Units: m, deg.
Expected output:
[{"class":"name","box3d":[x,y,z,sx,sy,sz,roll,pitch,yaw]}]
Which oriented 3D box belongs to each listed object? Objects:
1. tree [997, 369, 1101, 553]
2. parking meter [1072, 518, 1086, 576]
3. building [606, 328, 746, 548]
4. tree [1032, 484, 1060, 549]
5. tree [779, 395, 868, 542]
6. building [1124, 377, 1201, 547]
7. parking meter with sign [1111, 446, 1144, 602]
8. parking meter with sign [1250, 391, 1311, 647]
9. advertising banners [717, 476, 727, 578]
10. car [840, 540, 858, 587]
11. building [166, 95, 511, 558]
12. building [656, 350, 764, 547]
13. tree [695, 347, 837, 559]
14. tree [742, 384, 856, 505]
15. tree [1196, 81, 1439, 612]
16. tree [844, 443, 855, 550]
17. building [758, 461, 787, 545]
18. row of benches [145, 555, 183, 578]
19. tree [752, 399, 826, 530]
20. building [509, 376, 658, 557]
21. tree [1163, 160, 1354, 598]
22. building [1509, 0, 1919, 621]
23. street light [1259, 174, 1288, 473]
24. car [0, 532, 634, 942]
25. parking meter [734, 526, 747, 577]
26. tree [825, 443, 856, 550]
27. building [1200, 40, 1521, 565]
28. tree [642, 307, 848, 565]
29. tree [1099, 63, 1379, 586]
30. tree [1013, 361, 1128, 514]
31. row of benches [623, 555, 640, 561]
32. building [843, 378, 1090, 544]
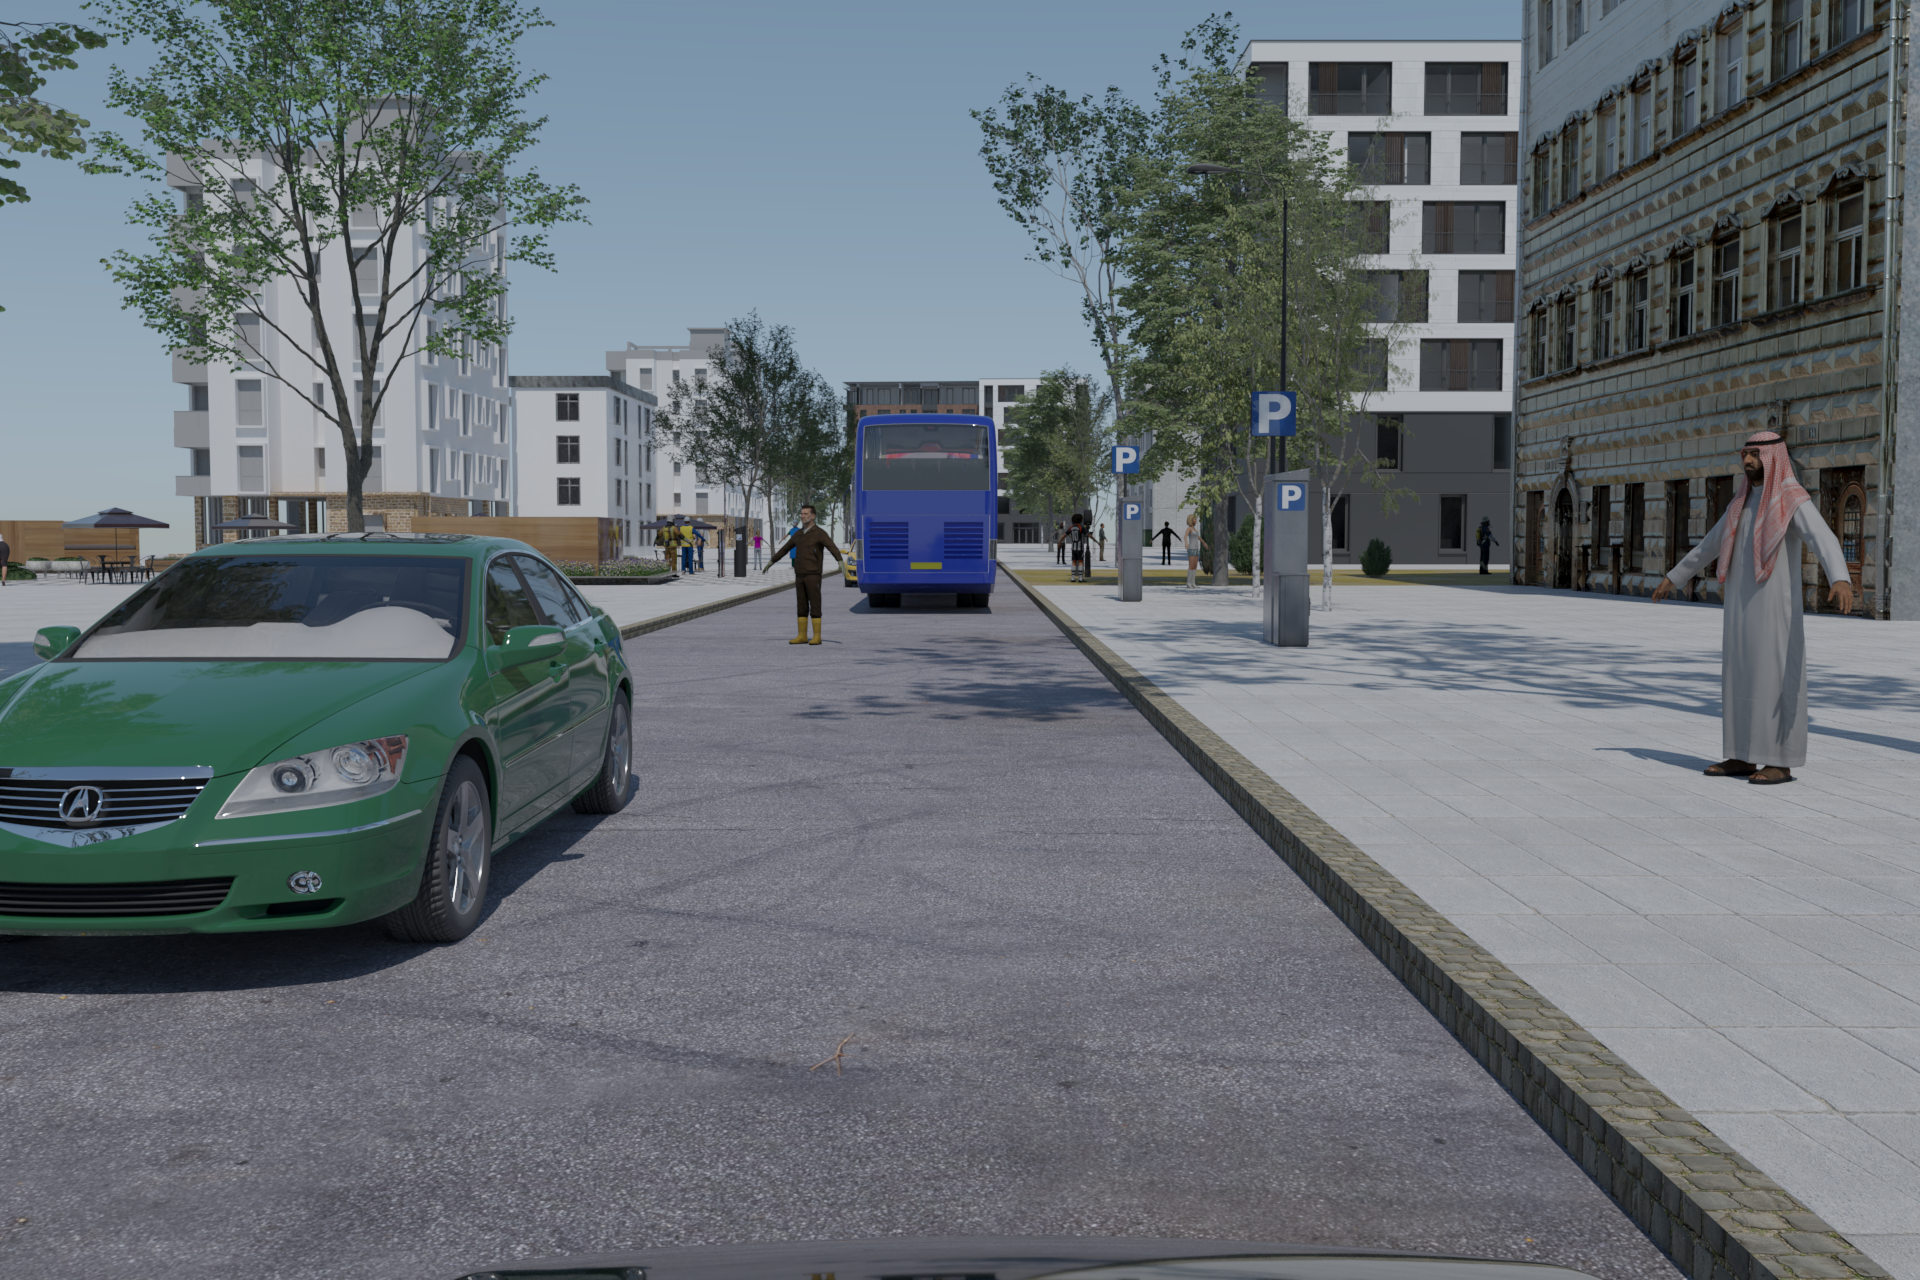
[{"class":"tree","box3d":[6.138,-12.294,119.127,7.486,12.596,7.792,0,3,0]},{"class":"parking meter","box3d":[3.642,-2.897,53.078,0.399,1.863,0.255,0,4,0]},{"class":"building","box3d":[-26.310,-18.558,159.835,16.016,20.090,11.380,0,4,0]},{"class":"tree","box3d":[7.166,-12.117,148.468,4.737,8.622,4.395,0,3,0]},{"class":"tree","box3d":[-8.592,-10.999,114.246,8.767,10.594,7.601,1,4,11]},{"class":"building","box3d":[27.029,-19.295,181.935,16.747,18.905,31.486,0,4,0]},{"class":"parking meter with sign","box3d":[3.270,-2.275,33.456,0.543,3.016,1.738,0,4,0]},{"class":"parking meter with sign","box3d":[3.818,-1.477,20.407,0.543,3.016,1.738,0,4,1]},{"class":"advertising banners","box3d":[-7.069,-3.385,51.529,0.090,3.025,2.074,0,4,-1]},{"class":"car","box3d":[-2.270,-2.303,47.885,2.015,1.641,3.980,0,3,0]},{"class":"building","box3d":[-28.241,-13.436,76.105,16.016,20.090,11.380,0,4,1]},{"class":"building","box3d":[-26.900,-19.728,178.968,16.016,20.090,11.380,0,4,1]},{"class":"tree","box3d":[-9.456,-9.176,84.435,7.601,10.594,8.767,0,4,-1]},{"class":"tree","box3d":[-9.371,-10.431,104.961,7.601,10.594,8.767,1,4,22]},{"class":"tree","box3d":[6.212,-4.790,28.680,4.360,8.622,3.978,0,3,0]},{"class":"tree","box3d":[-9.242,-11.640,140.674,4.360,8.622,3.978,0,3,0]},{"class":"building","box3d":[-25.479,-16.427,210.728,9.099,9.664,28.070,0,4,1]},{"class":"row of benches","box3d":[-21.742,-2.177,51.054,4.104,0.672,1.422,-1,4,-21]},{"class":"tree","box3d":[-8.875,-8.735,93.185,4.360,8.622,3.978,0,3,0]},{"class":"building","box3d":[-22.988,-10.017,105.920,9.099,9.664,28.070,0,4,1]},{"class":"tree","box3d":[6.009,-5.175,34.971,4.737,8.622,4.395,0,3,0]},{"class":"building","box3d":[22.994,-12.405,33.756,19.493,23.208,18.063,0,4,1]},{"class":"street light","box3d":[4.627,-3.018,21.887,1.470,5.913,1.316,0,3,0]},{"class":"car","box3d":[-2.648,0.257,7.588,2.131,1.459,4.920,0,3,0]},{"class":"parking meter","box3d":[-6.561,-2.646,51.670,0.372,1.533,0.369,0,3,0]},{"class":"tree","box3d":[-8.374,-10.759,126.274,4.737,8.622,4.395,0,3,0]},{"class":"building","box3d":[25.916,-14.944,88.303,27.936,21.610,32.646,0,3,0]},{"class":"tree","box3d":[-8.998,-8.411,71.925,8.767,10.594,7.601,-1,4,-9]},{"class":"tree","box3d":[6.768,-7.606,42.492,7.486,12.596,7.792,0,3,0]},{"class":"tree","box3d":[6.095,-9.798,94.605,7.601,10.594,8.767,-3,4,-37]},{"class":"row of benches","box3d":[-11.535,-2.263,52.457,4.104,0.672,1.422,0,4,7]},{"class":"building","box3d":[1.497,-24.060,239.815,32.646,21.610,27.936,0,4,5]}]
